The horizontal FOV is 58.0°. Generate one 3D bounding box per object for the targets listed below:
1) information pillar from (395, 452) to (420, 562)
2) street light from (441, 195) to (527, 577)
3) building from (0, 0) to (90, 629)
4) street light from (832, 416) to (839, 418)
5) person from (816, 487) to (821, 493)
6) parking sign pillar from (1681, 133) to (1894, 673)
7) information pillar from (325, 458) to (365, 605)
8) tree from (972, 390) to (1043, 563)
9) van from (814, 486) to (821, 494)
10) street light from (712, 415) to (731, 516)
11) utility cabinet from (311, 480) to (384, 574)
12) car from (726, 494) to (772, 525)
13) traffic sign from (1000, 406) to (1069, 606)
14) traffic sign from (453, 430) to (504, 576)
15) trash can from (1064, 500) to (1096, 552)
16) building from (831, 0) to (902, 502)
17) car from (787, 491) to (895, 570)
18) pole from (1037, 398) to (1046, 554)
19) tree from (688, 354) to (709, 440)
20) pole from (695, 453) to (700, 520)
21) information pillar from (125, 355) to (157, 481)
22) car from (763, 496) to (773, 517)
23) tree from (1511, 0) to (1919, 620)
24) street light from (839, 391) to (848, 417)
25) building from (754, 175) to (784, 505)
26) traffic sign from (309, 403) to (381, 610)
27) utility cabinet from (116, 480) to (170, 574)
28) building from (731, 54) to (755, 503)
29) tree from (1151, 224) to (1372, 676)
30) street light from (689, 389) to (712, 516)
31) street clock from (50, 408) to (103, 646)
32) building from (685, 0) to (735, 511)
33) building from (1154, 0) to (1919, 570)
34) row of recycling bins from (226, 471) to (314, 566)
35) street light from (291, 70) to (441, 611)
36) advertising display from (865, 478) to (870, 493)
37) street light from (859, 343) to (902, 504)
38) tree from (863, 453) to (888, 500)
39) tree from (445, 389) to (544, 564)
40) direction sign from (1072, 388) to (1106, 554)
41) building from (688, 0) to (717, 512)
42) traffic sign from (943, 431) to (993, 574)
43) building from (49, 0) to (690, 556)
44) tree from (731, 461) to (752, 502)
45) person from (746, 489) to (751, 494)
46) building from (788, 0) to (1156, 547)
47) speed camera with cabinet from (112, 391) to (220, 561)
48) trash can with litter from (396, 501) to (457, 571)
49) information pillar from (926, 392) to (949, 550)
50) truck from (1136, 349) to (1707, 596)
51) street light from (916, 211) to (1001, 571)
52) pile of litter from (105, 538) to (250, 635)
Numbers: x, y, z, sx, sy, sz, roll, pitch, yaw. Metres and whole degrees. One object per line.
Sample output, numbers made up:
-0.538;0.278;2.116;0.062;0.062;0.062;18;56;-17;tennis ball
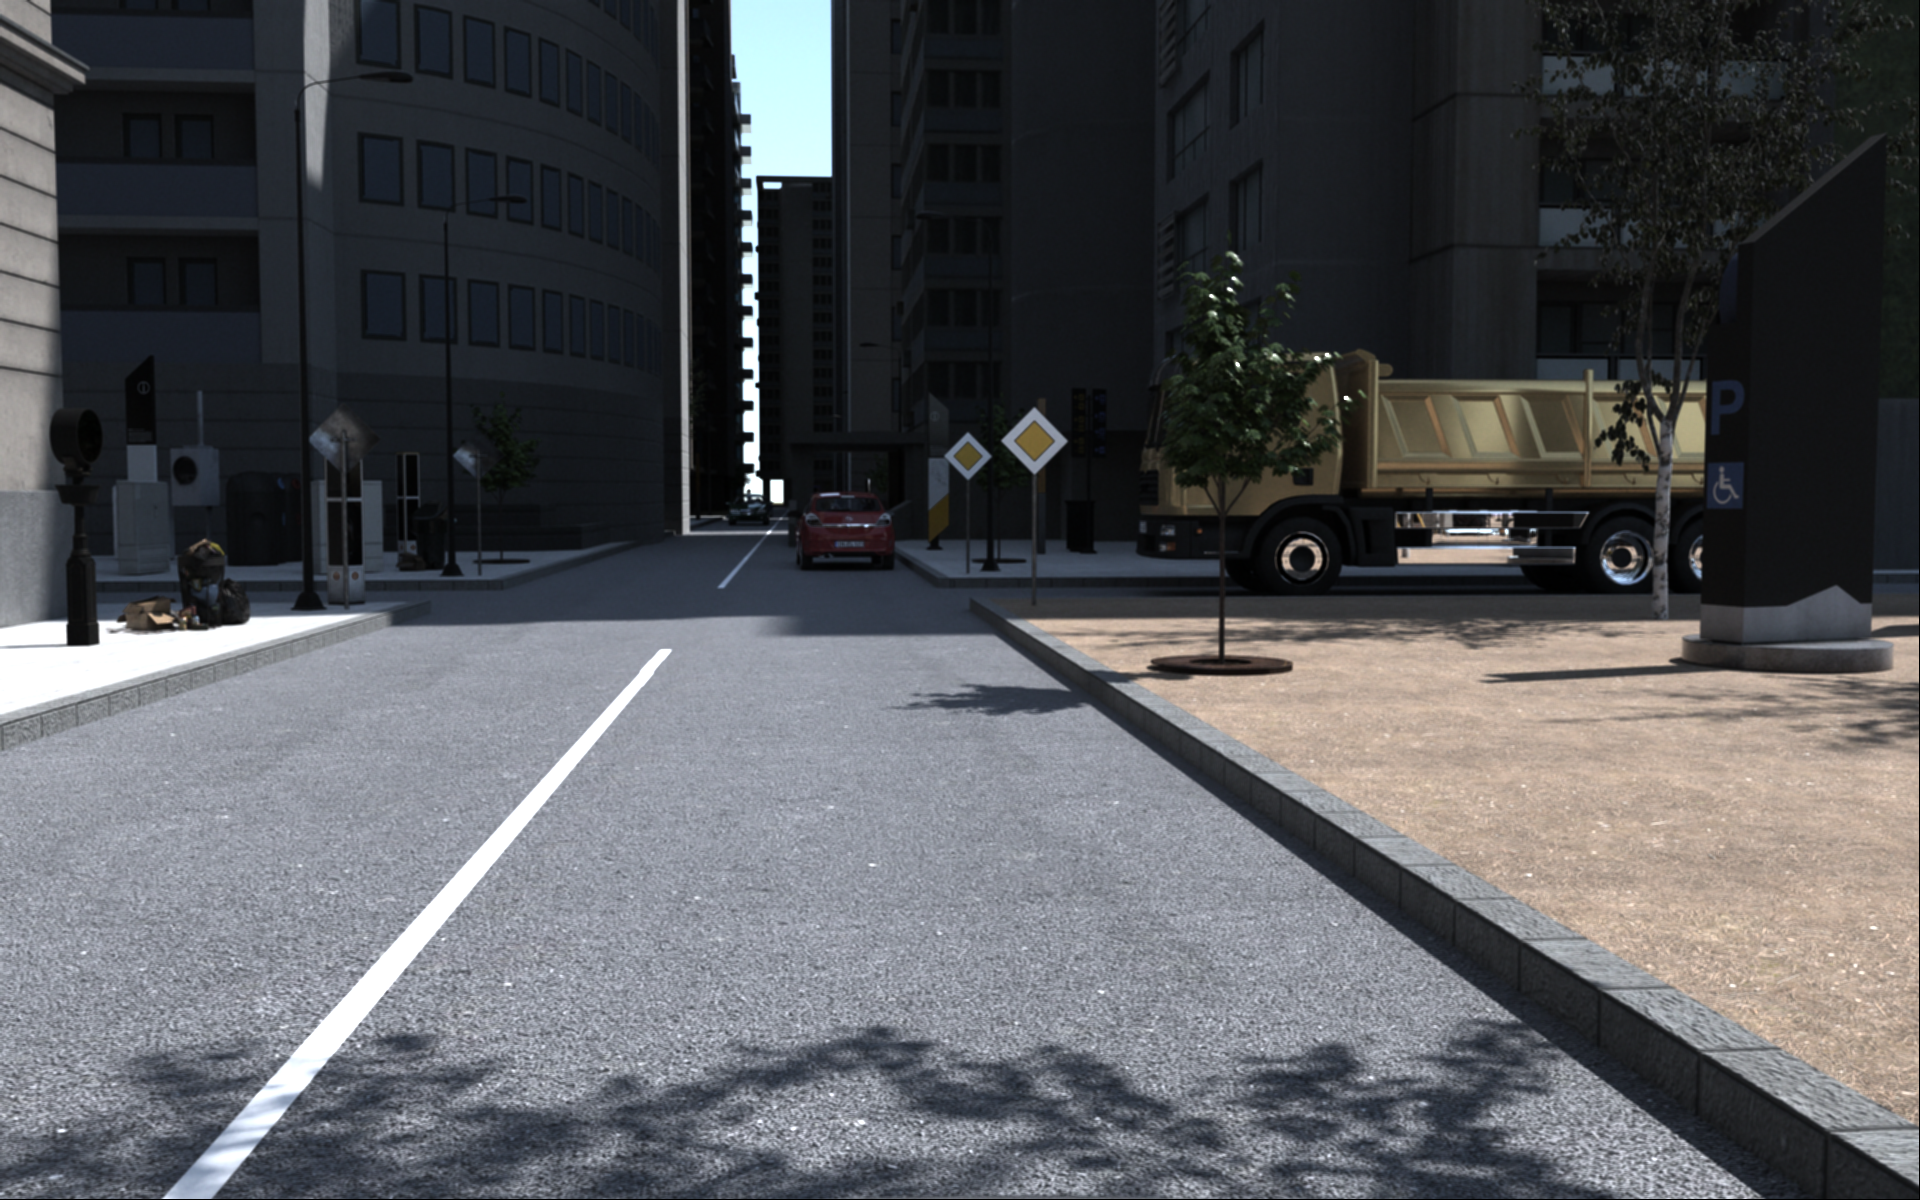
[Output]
-9.781;-1.604;30.721;0.304;2.012;0.304;-3;5;-44;information pillar
-7.414;-3.330;26.979;1.470;5.913;1.316;0;4;-5;street light
-19.840;-13.639;10.383;23.554;28.519;14.401;0;4;-5;building
-6.874;-7.955;102.609;1.470;5.913;1.316;0;4;-5;street light
-7.863;-5.340;95.912;0.694;1.812;0.767;1;4;12;person
6.236;-1.499;12.974;1.447;3.967;1.447;-1;4;-22;parking sign pillar
-7.131;-0.953;20.074;0.304;2.012;0.304;2;4;27;information pillar
0.751;-2.309;32.360;1.663;3.219;1.824;0;3;0;tree
-11.510;-7.799;131.892;2.240;2.365;5.245;0;4;-7;van
-14.087;-7.870;101.208;1.470;5.913;1.316;0;4;-5;street light
-9.900;-1.176;27.914;0.318;1.500;1.173;2;4;35;utility cabinet
-9.832;-4.222;80.820;2.131;1.459;4.920;0;4;-5;car
0.849;-0.993;19.871;0.795;2.450;0.064;0;4;-5;traffic sign
-7.539;-1.438;27.150;0.795;2.450;0.064;0;4;-5;traffic sign
2.670;-1.641;38.476;0.748;1.137;0.748;0;3;0;trash can
-1.661;-38.071;164.455;21.231;58.520;28.212;0;4;-5;building
-2.311;-1.537;34.168;2.155;1.783;4.494;0;4;-7;car
1.730;-2.633;36.886;0.158;3.312;0.155;0;3;0;pole
-12.737;-7.474;72.555;4.737;8.622;4.395;0;3;0;tree
-13.005;-5.631;85.913;0.158;3.312;0.155;0;3;0;pole
-13.776;-2.315;29.202;0.504;3.616;0.183;0;4;4;information pillar
-12.574;-5.831;107.919;1.945;1.354;3.894;0;4;-3;car
7.400;-4.111;17.584;4.360;8.622;3.978;0;3;0;tree
-4.578;-6.448;77.967;1.470;5.913;1.316;0;4;-5;street light
-11.650;-31.151;201.196;23.993;40.220;32.217;0;4;-5;building
-6.816;-0.951;19.197;0.795;2.450;0.064;0;4;-5;traffic sign
-13.067;-1.167;27.752;0.318;1.500;1.173;0;4;-1;utility cabinet
-38.538;-35.171;194.650;30.456;49.044;23.786;0;4;-5;building
1.864;-1.096;12.526;1.663;3.219;1.824;0;3;0;tree
-11.875;-6.362;76.559;1.470;5.913;1.316;0;4;-5;street light
-7.456;-0.618;14.668;0.358;2.002;0.471;0;4;-1;street clock
-25.110;-29.745;136.448;14.600;45.320;14.200;0;4;-5;building
12.145;-21.473;34.686;14.086;41.232;14.154;0;4;-5;building
-12.884;-1.547;32.412;1.069;1.692;3.534;0;4;-6;row of recycling bins
-6.691;-2.847;19.093;1.470;5.913;1.316;0;4;-5;street light
-3.635;-3.855;68.251;0.123;1.923;0.974;0;4;1;advertising display
-2.384;-4.940;53.317;1.470;5.913;1.316;0;4;-5;street light
-2.933;-4.660;70.795;1.663;3.219;1.824;0;3;0;tree
-8.473;-2.296;32.138;1.663;3.219;1.824;0;3;0;tree
2.775;-2.771;37.305;0.876;3.537;0.379;-2;4;-30;direction sign
-27.796;-28.135;114.640;22.147;44.769;28.867;0;4;-5;building
0.126;-1.479;27.824;0.795;2.450;0.064;0;4;-5;traffic sign
-19.285;-30.956;48.123;21.231;58.520;28.212;0;4;-5;building
-19.972;-10.263;151.507;4.285;4.588;4.351;0;3;0;tree
-12.535;-5.774;103.693;0.721;1.735;1.217;-1;4;-14;person
10.782;-22.142;53.911;32.217;40.220;23.993;0;4;-5;building
-15.284;-2.383;33.296;2.038;3.252;0.660;1;4;16;speed camera with cabinet
-8.997;-1.086;29.148;0.624;1.170;1.055;1;4;15;trash can with litter
-0.507;-2.961;39.770;0.504;3.616;0.183;-1;4;-14;information pillar
6.631;-1.752;24.565;9.791;3.379;3.469;0;4;-4;truck
-0.032;-3.434;28.681;1.470;5.913;1.316;0;4;-5;street light
-7.554;-0.166;16.673;1.176;0.858;1.719;1;4;20;pile of litter
